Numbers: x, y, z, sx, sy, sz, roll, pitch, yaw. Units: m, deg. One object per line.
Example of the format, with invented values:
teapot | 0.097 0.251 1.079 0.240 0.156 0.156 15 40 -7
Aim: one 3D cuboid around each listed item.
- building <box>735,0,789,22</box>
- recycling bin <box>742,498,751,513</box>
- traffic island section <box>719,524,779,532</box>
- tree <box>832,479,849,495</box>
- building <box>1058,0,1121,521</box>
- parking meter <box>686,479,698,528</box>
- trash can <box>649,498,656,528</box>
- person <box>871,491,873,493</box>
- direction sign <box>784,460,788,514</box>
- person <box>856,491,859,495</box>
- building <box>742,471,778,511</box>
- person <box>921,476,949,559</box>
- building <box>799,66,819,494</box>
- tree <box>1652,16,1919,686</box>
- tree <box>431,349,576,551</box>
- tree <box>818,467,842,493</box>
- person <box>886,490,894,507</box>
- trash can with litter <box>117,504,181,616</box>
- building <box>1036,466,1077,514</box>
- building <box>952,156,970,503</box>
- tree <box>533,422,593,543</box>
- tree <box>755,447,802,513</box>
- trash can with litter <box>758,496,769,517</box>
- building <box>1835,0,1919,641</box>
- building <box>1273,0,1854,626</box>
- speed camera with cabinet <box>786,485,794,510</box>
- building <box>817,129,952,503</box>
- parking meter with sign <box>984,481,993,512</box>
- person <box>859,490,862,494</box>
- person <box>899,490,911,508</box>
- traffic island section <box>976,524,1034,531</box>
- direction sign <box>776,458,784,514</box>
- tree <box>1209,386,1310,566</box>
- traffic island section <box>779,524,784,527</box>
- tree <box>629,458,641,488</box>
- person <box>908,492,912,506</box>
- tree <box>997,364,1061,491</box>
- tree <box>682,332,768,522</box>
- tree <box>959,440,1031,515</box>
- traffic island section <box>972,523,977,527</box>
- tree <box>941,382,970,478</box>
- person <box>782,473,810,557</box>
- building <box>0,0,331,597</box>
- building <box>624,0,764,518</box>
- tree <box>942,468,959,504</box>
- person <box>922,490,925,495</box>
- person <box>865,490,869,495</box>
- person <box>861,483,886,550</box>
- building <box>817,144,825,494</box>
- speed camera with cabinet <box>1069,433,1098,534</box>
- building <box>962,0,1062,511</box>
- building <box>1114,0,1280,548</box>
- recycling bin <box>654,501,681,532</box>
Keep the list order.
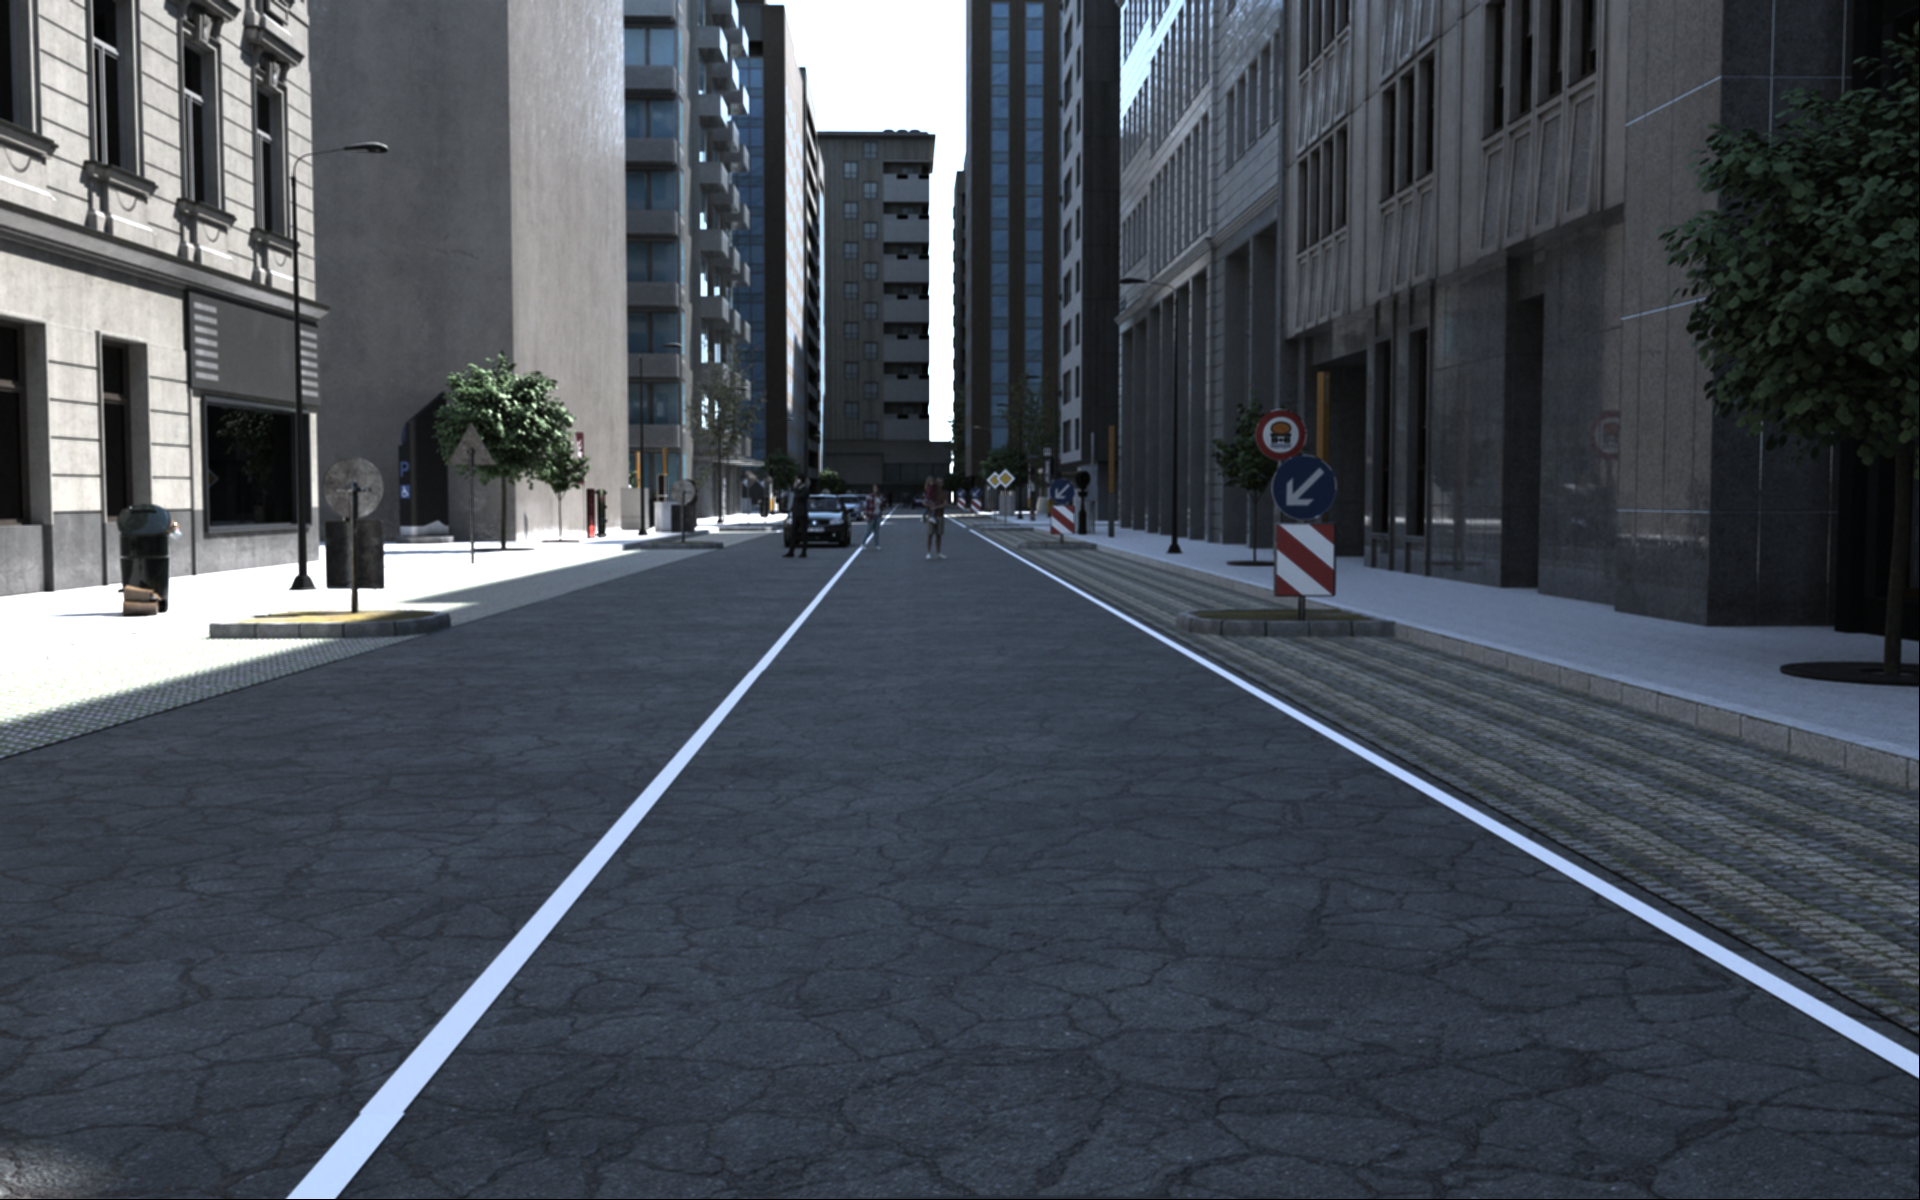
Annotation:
building | -22.189 -31.003 157.010 14.600 45.320 14.200 0 4 -2
recycling bin | -14.378 -6.281 115.254 0.722 1.027 0.722 -3 5 -41
traffic island section | -8.282 -2.774 67.643 2.009 0.180 2.903 0 4 -2
tree | -15.224 -14.148 225.926 1.663 3.219 1.824 0 3 0
building | 12.474 -19.197 85.574 14.107 30.474 14.160 0 4 -2
parking meter | -10.178 -3.676 65.814 0.399 1.863 0.255 0 4 4
trash can | -11.809 -3.274 65.180 0.748 1.137 0.748 0 3 0
person | -11.582 -13.370 227.089 0.705 1.826 1.348 0 4 -1
direction sign | -11.551 -7.472 114.170 0.379 3.537 0.876 0 4 3
person | -9.435 -9.267 160.739 0.721 1.735 1.217 2 4 30
building | -30.554 -26.972 132.880 32.217 40.220 23.993 0 4 -2
person | -0.580 -1.830 38.401 0.573 1.828 0.580 2 4 34
building | -26.742 -34.564 188.828 21.300 48.544 21.600 0 4 -2
tree | 6.503 -1.733 12.053 4.285 4.588 4.351 0 3 0
tree | -10.407 -3.405 39.381 4.285 4.588 4.351 0 3 0
tree | -15.781 -13.670 207.225 4.285 4.588 4.351 0 3 0
person | -7.700 -11.160 190.930 1.348 1.831 0.705 3 5 39
trash can with litter | -8.705 -0.440 18.589 0.624 1.170 1.055 -1 4 -23
building | 21.616 -25.744 112.796 32.217 40.220 23.993 0 4 -2
building | 9.665 -38.096 246.572 21.600 48.544 21.300 0 4 -2
tree | -10.541 -3.152 46.133 1.663 3.219 1.824 0 3 0
tree | -12.522 -8.310 119.575 4.285 4.588 4.351 0 3 0
trash can with litter | -10.870 -5.155 95.667 0.624 1.170 1.055 0 4 -6
building | 14.569 -10.893 7.786 12.332 23.373 15.834 0 4 -2
building | 12.929 -12.727 26.109 12.078 24.808 19.932 0 4 -2
speed camera with cabinet | -13.105 -8.484 133.044 0.660 3.252 2.038 1 4 19
building | -15.212 -40.362 249.162 27.495 52.752 28.713 0 4 -2
parking meter with sign | 1.976 -7.704 122.224 0.543 3.016 1.738 -1 4 -12
person | -10.048 -10.106 173.672 0.705 1.831 1.348 2 4 27
person | -5.673 -10.415 178.865 1.350 1.814 0.705 0 4 -1
traffic island section | 1.805 -2.793 67.947 2.009 0.180 2.903 0 4 -2
direction sign | -11.587 -7.252 110.568 0.379 3.537 0.876 0 4 -8
tree | 5.241 -2.250 31.388 1.663 3.219 1.824 0 3 0
traffic island section | -8.527 -3.263 75.624 2.009 0.180 2.903 0 4 -2
tree | -15.338 -5.083 77.707 1.663 3.219 1.824 0 3 0
person | -6.018 -12.169 208.259 0.742 1.727 0.445 2 4 27
tree | 4.328 -9.080 98.816 4.737 8.622 4.395 0 3 0
tree | -10.851 -7.890 79.370 4.360 8.622 3.978 0 3 0
tree | 2.897 -7.861 112.248 4.285 4.588 4.351 0 3 0
traffic island section | 1.560 -3.281 75.928 2.009 0.180 2.903 0 4 -2
tree | 1.851 -14.639 157.467 7.486 12.596 7.792 0 3 0
person | -3.685 -1.923 39.298 0.474 1.900 0.648 -3 5 -42
building | -19.520 -14.461 12.848 17.030 29.872 44.131 0 4 -2
building | -23.791 -29.238 97.642 23.786 49.044 30.456 0 4 -2
tree | 0.670 -11.557 172.676 4.285 4.588 4.351 0 3 0
person | -4.056 -10.862 185.955 0.599 1.838 0.709 0 4 1
person | -8.906 -9.629 166.077 1.348 1.807 0.705 -2 4 -27
person | -2.228 -2.162 44.680 0.563 1.720 0.643 -3 5 -41
building | -24.366 -34.646 216.572 14.200 45.320 14.600 0 4 -2
speed camera with cabinet | 4.009 -3.801 56.488 0.660 3.252 2.038 0 4 -7
building | 7.561 -29.918 139.269 14.600 45.320 14.200 0 4 -2
building | 11.873 -16.714 50.766 11.434 29.767 29.804 0 4 -2
recycling bin | -9.895 -2.819 58.646 0.722 1.027 0.722 -2 4 -29
